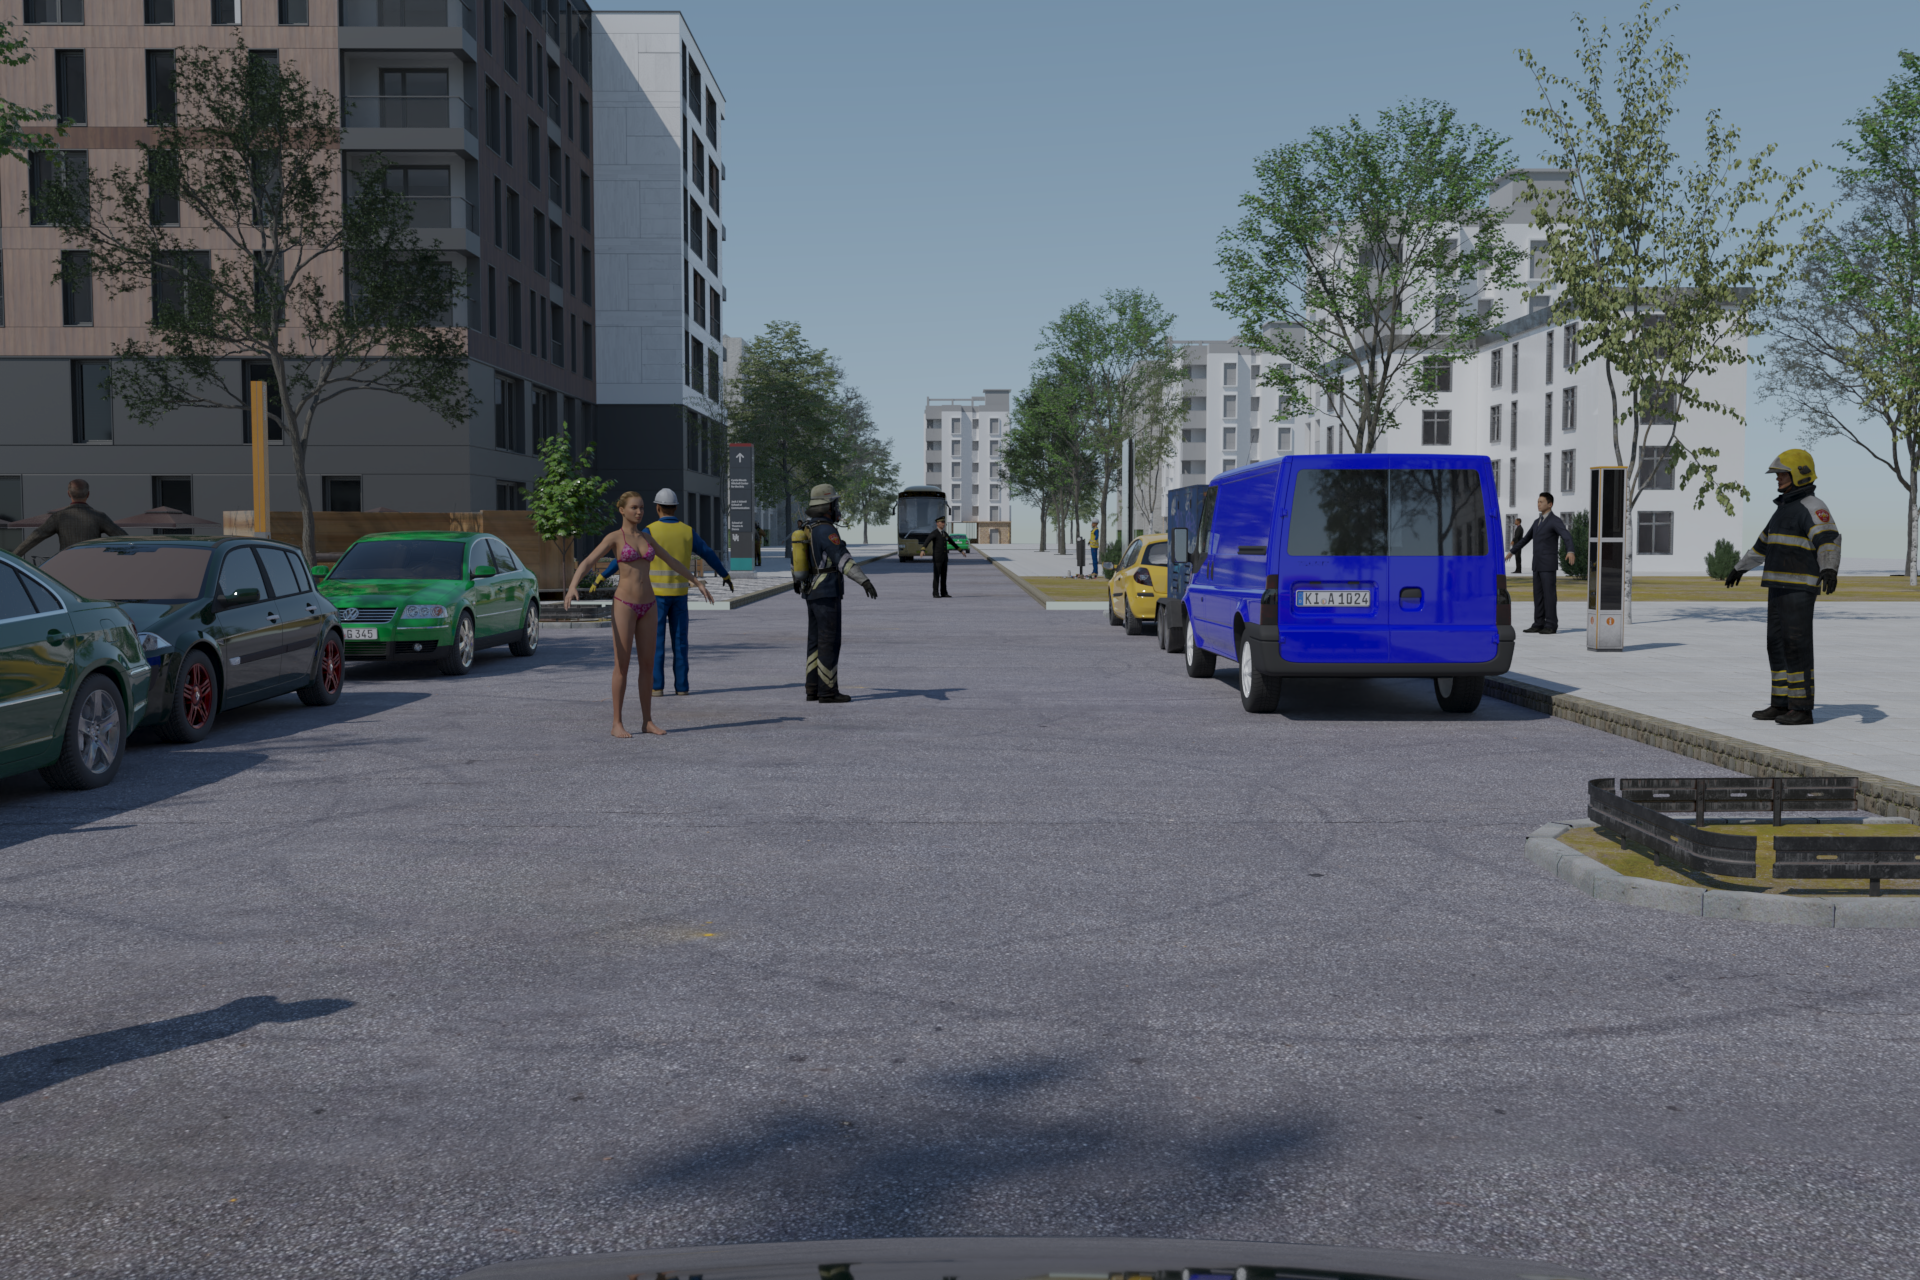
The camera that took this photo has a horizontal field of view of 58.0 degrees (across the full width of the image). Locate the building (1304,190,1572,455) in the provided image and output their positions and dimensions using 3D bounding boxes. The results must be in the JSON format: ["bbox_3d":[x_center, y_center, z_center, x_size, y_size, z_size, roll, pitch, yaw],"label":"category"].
[{"bbox_3d":[25.616,-15.012,101.873,16.016,20.090,11.380,0,4,0],"label":"building"}]

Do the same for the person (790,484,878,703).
[{"bbox_3d":[-1.138,-0.401,14.788,0.705,1.856,1.354,-2,4,-33],"label":"person"}]

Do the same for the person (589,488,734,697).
[{"bbox_3d":[-2.607,-0.424,15.364,1.349,1.833,0.705,-2,4,-30],"label":"person"}]

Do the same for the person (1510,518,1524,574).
[{"bbox_3d":[18.125,-3.064,56.318,0.704,1.802,1.346,2,4,28],"label":"person"}]

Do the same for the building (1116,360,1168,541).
[{"bbox_3d":[26.453,-19.467,184.735,16.747,18.905,31.486,0,4,0],"label":"building"}]

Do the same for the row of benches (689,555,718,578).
[{"bbox_3d":[-8.158,-2.121,50.134,1.422,0.672,4.104,1,4,16],"label":"row of benches"}]

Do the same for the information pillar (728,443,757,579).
[{"bbox_3d":[-6.257,-3.693,49.764,0.750,3.857,0.750,0,4,0],"label":"information pillar"}]

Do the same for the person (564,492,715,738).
[{"bbox_3d":[-2.271,-0.184,12.267,1.217,1.733,0.721,-3,5,-43],"label":"person"}]

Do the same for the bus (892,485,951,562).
[{"bbox_3d":[-1.942,-6.098,91.241,2.896,3.916,12.252,0,4,-1],"label":"bus"}]

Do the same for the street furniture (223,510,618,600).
[{"bbox_3d":[-10.494,-1.752,35.495,9.812,1.723,11.010,-3,5,-40],"label":"street furniture"}]

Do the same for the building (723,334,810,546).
[{"bbox_3d":[-25.790,-22.546,199.554,19.493,23.208,18.063,0,4,0],"label":"building"}]

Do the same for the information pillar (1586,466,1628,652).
[{"bbox_3d":[7.051,-0.880,18.883,0.304,2.012,0.304,0,4,-1],"label":"information pillar"}]

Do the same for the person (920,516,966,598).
[{"bbox_3d":[-0.420,-1.867,38.911,1.347,1.837,0.705,-3,5,-42],"label":"person"}]

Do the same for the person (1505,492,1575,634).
[{"bbox_3d":[7.510,-0.995,22.311,0.704,1.823,1.345,-1,4,-19],"label":"person"}]

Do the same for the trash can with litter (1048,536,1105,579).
[{"bbox_3d":[3.420,-2.383,50.012,1.678,1.210,2.233,0,4,0],"label":"trash can with litter"}]

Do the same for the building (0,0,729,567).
[{"bbox_3d":[-24.829,-13.566,65.776,27.936,21.610,32.646,0,4,0],"label":"building"}]

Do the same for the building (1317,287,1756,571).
[{"bbox_3d":[22.442,-8.005,73.030,9.099,9.664,28.070,0,3,0],"label":"building"}]

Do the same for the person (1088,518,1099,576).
[{"bbox_3d":[4.066,-2.864,53.290,0.721,1.772,1.216,0,4,-3],"label":"person"}]

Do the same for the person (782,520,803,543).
[{"bbox_3d":[-5.911,-3.527,63.861,1.347,1.806,0.705,1,4,12],"label":"person"}]

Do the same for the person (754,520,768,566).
[{"bbox_3d":[-8.126,-3.870,69.038,1.354,1.858,0.705,2,4,35],"label":"person"}]

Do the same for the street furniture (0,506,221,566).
[{"bbox_3d":[-32.312,-2.052,38.575,27.439,1.986,14.083,0,4,2],"label":"street furniture"}]

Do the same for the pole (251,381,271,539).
[{"bbox_3d":[-9.369,-1.798,23.239,0.158,3.312,0.155,0,3,0],"label":"pole"}]

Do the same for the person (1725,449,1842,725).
[{"bbox_3d":[5.620,-0.366,11.754,0.704,1.858,1.351,0,4,-2],"label":"person"}]

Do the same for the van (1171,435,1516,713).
[{"bbox_3d":[3.214,-0.682,15.537,2.240,2.365,5.245,0,4,-1],"label":"van"}]

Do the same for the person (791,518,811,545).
[{"bbox_3d":[-5.236,-3.316,60.077,1.347,1.847,0.705,-3,4,-36],"label":"person"}]

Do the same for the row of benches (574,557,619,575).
[{"bbox_3d":[-10.668,-1.890,46.357,4.104,0.672,1.422,-1,4,-9],"label":"row of benches"}]

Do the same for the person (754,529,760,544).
[{"bbox_3d":[-7.776,-3.548,64.132,0.705,1.813,1.348,2,4,29],"label":"person"}]

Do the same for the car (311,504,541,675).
[{"bbox_3d":[-5.887,-0.622,18.958,1.959,1.807,4.718,0,4,0],"label":"car"}]

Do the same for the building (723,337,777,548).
[{"bbox_3d":[-28.092,-18.663,171.597,16.747,18.905,31.486,0,4,0],"label":"building"}]

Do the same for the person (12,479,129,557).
[{"bbox_3d":[-8.432,-0.639,16.624,1.348,1.807,0.705,-2,4,-23],"label":"person"}]

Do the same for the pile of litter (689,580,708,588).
[{"bbox_3d":[-6.718,-1.722,42.112,1.176,0.858,1.719,0,4,-1],"label":"pile of litter"}]

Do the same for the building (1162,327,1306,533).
[{"bbox_3d":[24.559,-18.929,165.904,16.016,20.090,11.380,0,4,0],"label":"building"}]

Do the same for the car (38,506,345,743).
[{"bbox_3d":[-6.081,-0.202,13.094,2.009,1.686,4.222,0,4,0],"label":"car"}]

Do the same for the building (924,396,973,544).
[{"bbox_3d":[-4.509,-22.704,230.083,11.380,20.090,16.016,0,4,2],"label":"building"}]

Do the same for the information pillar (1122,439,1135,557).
[{"bbox_3d":[4.215,-3.188,43.437,0.184,3.620,1.656,0,4,1],"label":"information pillar"}]
